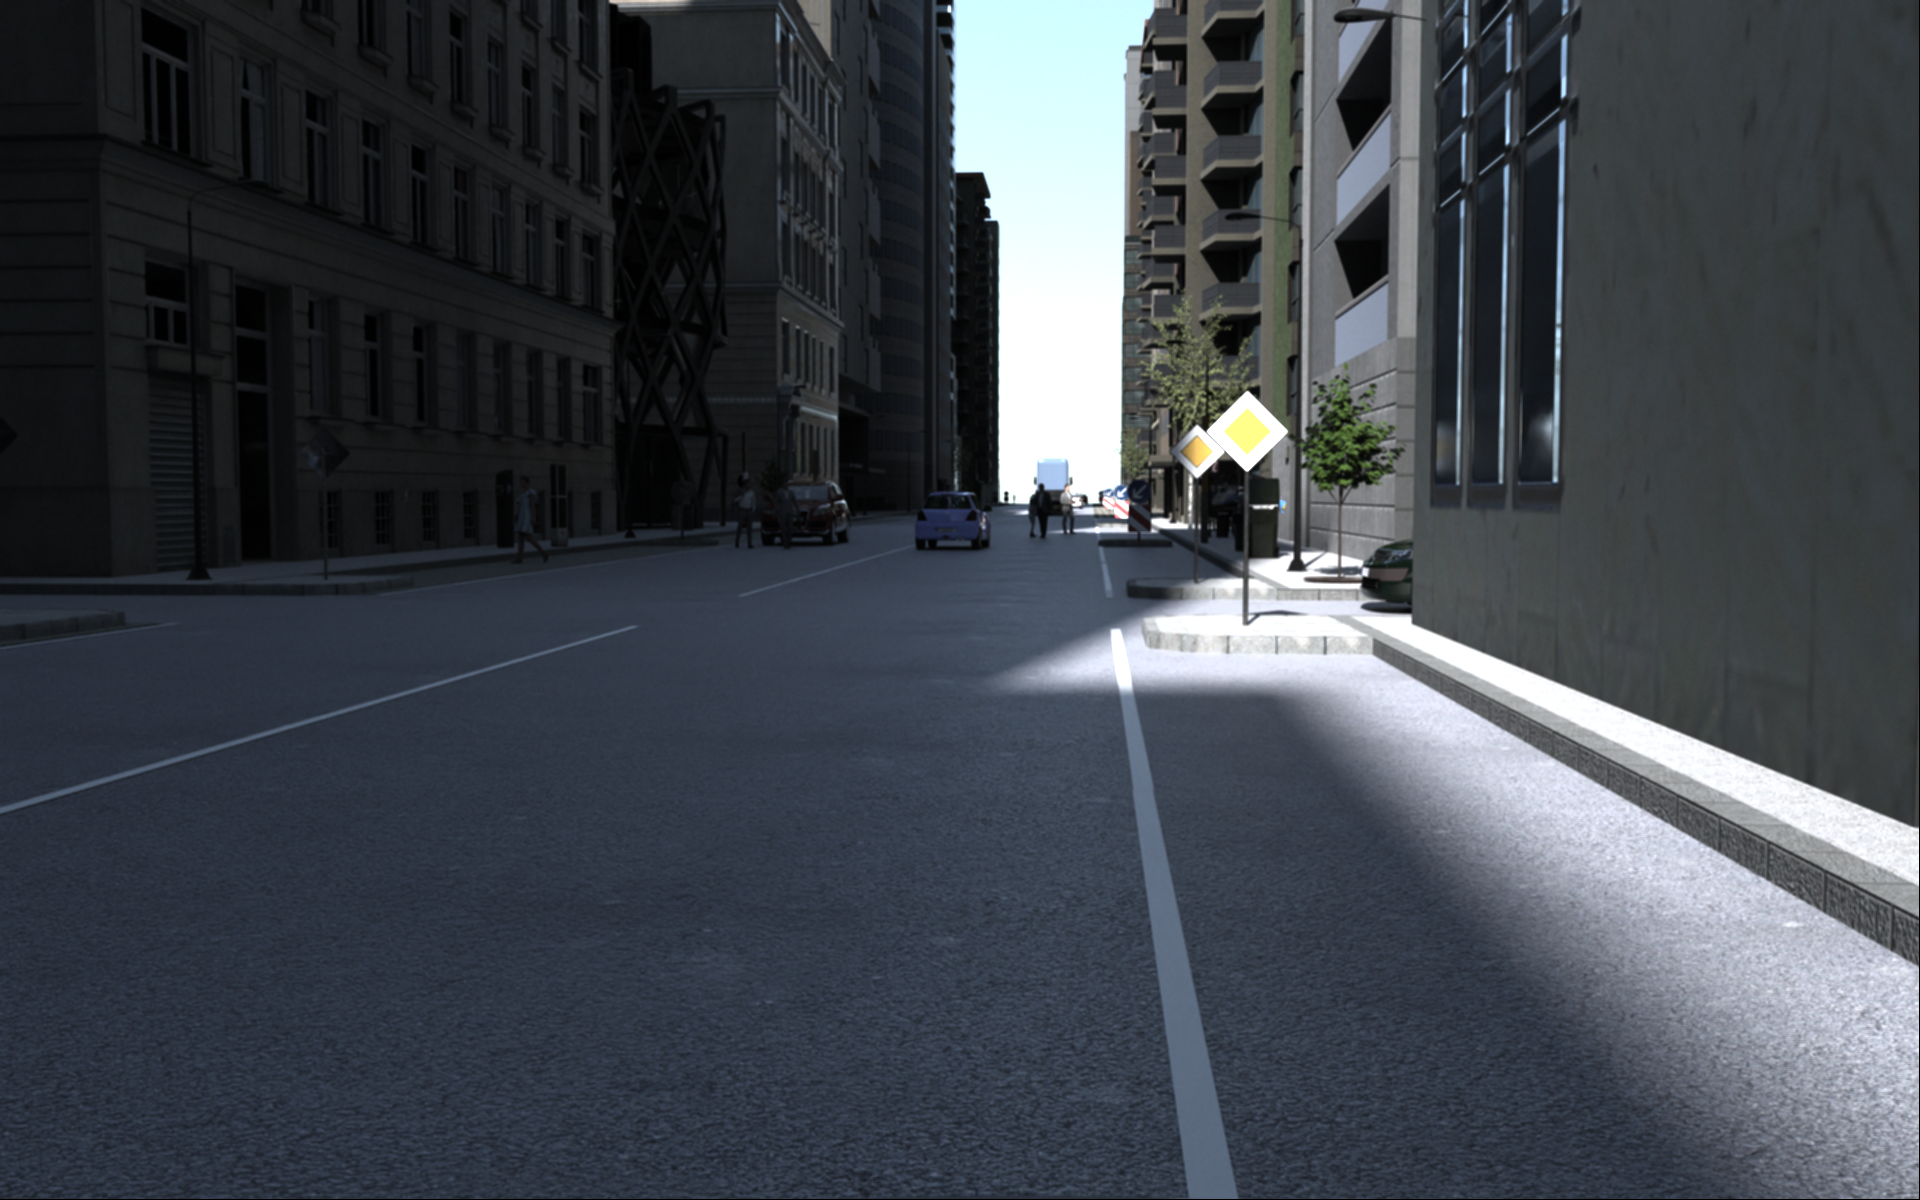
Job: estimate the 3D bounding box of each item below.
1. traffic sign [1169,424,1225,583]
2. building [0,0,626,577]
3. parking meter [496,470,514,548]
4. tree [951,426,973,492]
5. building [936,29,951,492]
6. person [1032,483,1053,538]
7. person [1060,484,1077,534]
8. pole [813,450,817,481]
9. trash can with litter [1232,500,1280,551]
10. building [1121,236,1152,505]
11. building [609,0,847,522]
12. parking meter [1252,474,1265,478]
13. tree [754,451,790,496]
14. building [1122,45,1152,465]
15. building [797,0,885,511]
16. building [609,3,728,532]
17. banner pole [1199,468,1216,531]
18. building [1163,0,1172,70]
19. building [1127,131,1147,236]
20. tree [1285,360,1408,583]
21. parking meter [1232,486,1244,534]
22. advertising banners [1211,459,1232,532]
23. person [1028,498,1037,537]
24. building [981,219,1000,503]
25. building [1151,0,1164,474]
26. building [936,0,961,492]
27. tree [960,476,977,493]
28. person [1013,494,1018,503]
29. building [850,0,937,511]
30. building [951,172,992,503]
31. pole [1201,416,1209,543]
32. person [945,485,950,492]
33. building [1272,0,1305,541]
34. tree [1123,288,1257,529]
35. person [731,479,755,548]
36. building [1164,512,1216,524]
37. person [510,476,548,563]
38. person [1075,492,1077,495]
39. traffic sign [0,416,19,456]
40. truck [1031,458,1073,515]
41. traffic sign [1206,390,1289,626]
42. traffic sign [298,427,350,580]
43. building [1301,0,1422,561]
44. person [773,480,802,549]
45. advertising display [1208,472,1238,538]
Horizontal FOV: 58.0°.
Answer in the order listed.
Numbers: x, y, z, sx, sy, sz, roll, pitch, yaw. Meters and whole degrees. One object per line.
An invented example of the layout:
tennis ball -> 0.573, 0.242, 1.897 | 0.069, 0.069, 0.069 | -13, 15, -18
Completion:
traffic sign -> 3.389, -1.295, 24.821 | 0.795, 2.450, 0.064 | 0, 4, 4
building -> -19.204, -12.683, 40.646 | 16.112, 22.955, 30.059 | 0, 4, 4
parking meter -> -10.885, -2.184, 41.414 | 0.255, 1.863, 0.399 | 1, 4, 20
tree -> -0.443, -13.915, 177.865 | 4.360, 8.622, 3.978 | 0, 3, 0
building -> -8.335, -31.525, 165.542 | 14.600, 45.320, 14.200 | 0, 4, 4
person -> 2.676, -2.916, 56.568 | 0.661, 1.777, 0.834 | 1, 4, 12
person -> 3.945, -3.294, 62.554 | 0.583, 1.804, 0.606 | 3, 5, 42
pole -> -6.729, -5.306, 80.603 | 0.158, 3.312, 0.155 | 0, 3, 0
trash can with litter -> 6.632, -1.675, 38.768 | 1.055, 1.170, 0.624 | 2, 4, 27
building -> 25.321, -25.858, 194.473 | 14.160, 30.474, 14.107 | 0, 4, 4
building -> -13.776, -18.537, 88.989 | 13.634, 28.700, 20.117 | 0, 4, 4
parking meter -> 8.750, -2.754, 50.732 | 0.399, 1.863, 0.255 | 0, 4, -6
tree -> -8.491, -5.095, 77.912 | 1.663, 3.219, 1.824 | 0, 3, 0
building -> 32.141, -42.014, 228.931 | 21.231, 58.520, 28.212 | 0, 4, 4
building -> -19.947, -32.191, 115.560 | 28.713, 52.752, 27.495 | 0, 4, 4
building -> -17.519, -12.083, 65.007 | 16.820, 18.784, 16.811 | 0, 4, 4
banner pole -> 8.610, -4.289, 60.143 | 0.863, 3.779, 0.401 | 0, 4, -5
building -> 20.183, -28.178, 110.823 | 14.600, 45.320, 14.200 | 0, 4, 4
building -> 27.160, -34.151, 208.483 | 14.600, 45.320, 14.200 | 0, 4, 4
tree -> 5.544, -1.869, 25.152 | 1.663, 3.219, 1.824 | 0, 3, 0
parking meter -> 8.870, -2.868, 55.298 | 0.372, 1.533, 0.369 | 0, 3, 0
advertising banners -> 9.052, -3.832, 58.838 | 0.090, 3.025, 2.074 | -1, 4, -23
person -> 2.441, -2.759, 57.883 | 0.394, 1.301, 0.425 | -3, 5, -40
building -> -1.626, -34.769, 252.059 | 14.154, 41.232, 14.086 | 0, 4, 4
building -> 28.447, -33.125, 130.840 | 28.713, 52.752, 27.495 | 0, 4, 4
building -> -10.604, -54.221, 199.182 | 22.319, 86.520, 31.000 | 0, 4, 4
tree -> 0.986, -12.009, 190.953 | 1.663, 3.219, 1.824 | 0, 3, 0
person -> 7.814, -14.531, 249.307 | 0.991, 1.433, 0.599 | -1, 4, -10
building -> -13.662, -36.810, 143.842 | 21.231, 58.520, 28.212 | 0, 4, 4
building -> -7.297, -35.219, 230.457 | 22.147, 44.769, 28.867 | 0, 4, 4
pole -> 6.403, -3.146, 45.278 | 0.158, 3.312, 0.155 | 0, 3, 0
person -> -0.451, -3.385, 64.186 | 0.721, 1.781, 0.623 | 3, 5, 42
building -> 16.472, -17.171, 52.450 | 14.160, 30.474, 14.107 | 0, 4, 4
tree -> 8.645, -6.886, 62.956 | 4.737, 8.622, 4.395 | 0, 3, 0
person -> -5.749, -2.288, 46.005 | 0.679, 1.850, 0.850 | -2, 4, -33
building -> 19.925, -26.095, 81.270 | 22.147, 44.769, 28.867 | 0, 4, 4
person -> -8.938, -1.663, 35.784 | 0.778, 1.811, 0.616 | -2, 4, -29
person -> 16.631, -14.468, 245.855 | 0.445, 1.727, 0.742 | 3, 5, 42
traffic sign -> -10.071, -0.869, 17.850 | 0.795, 2.450, 0.064 | 0, 4, 4
truck -> 6.575, -8.240, 124.475 | 2.967, 4.110, 18.799 | 0, 4, 4
traffic sign -> 2.785, -0.808, 16.859 | 0.795, 2.450, 0.064 | 0, 4, 4
traffic sign -> -9.467, -1.356, 25.812 | 0.795, 2.450, 0.064 | 0, 4, 4
building -> 21.788, -29.941, 31.539 | 28.212, 58.520, 21.231 | 0, 4, 4
person -> -4.532, -2.249, 45.384 | 0.709, 1.813, 0.853 | -2, 4, -27
advertising display -> 7.746, -2.806, 51.091 | 0.974, 1.923, 0.123 | -2, 4, -24
